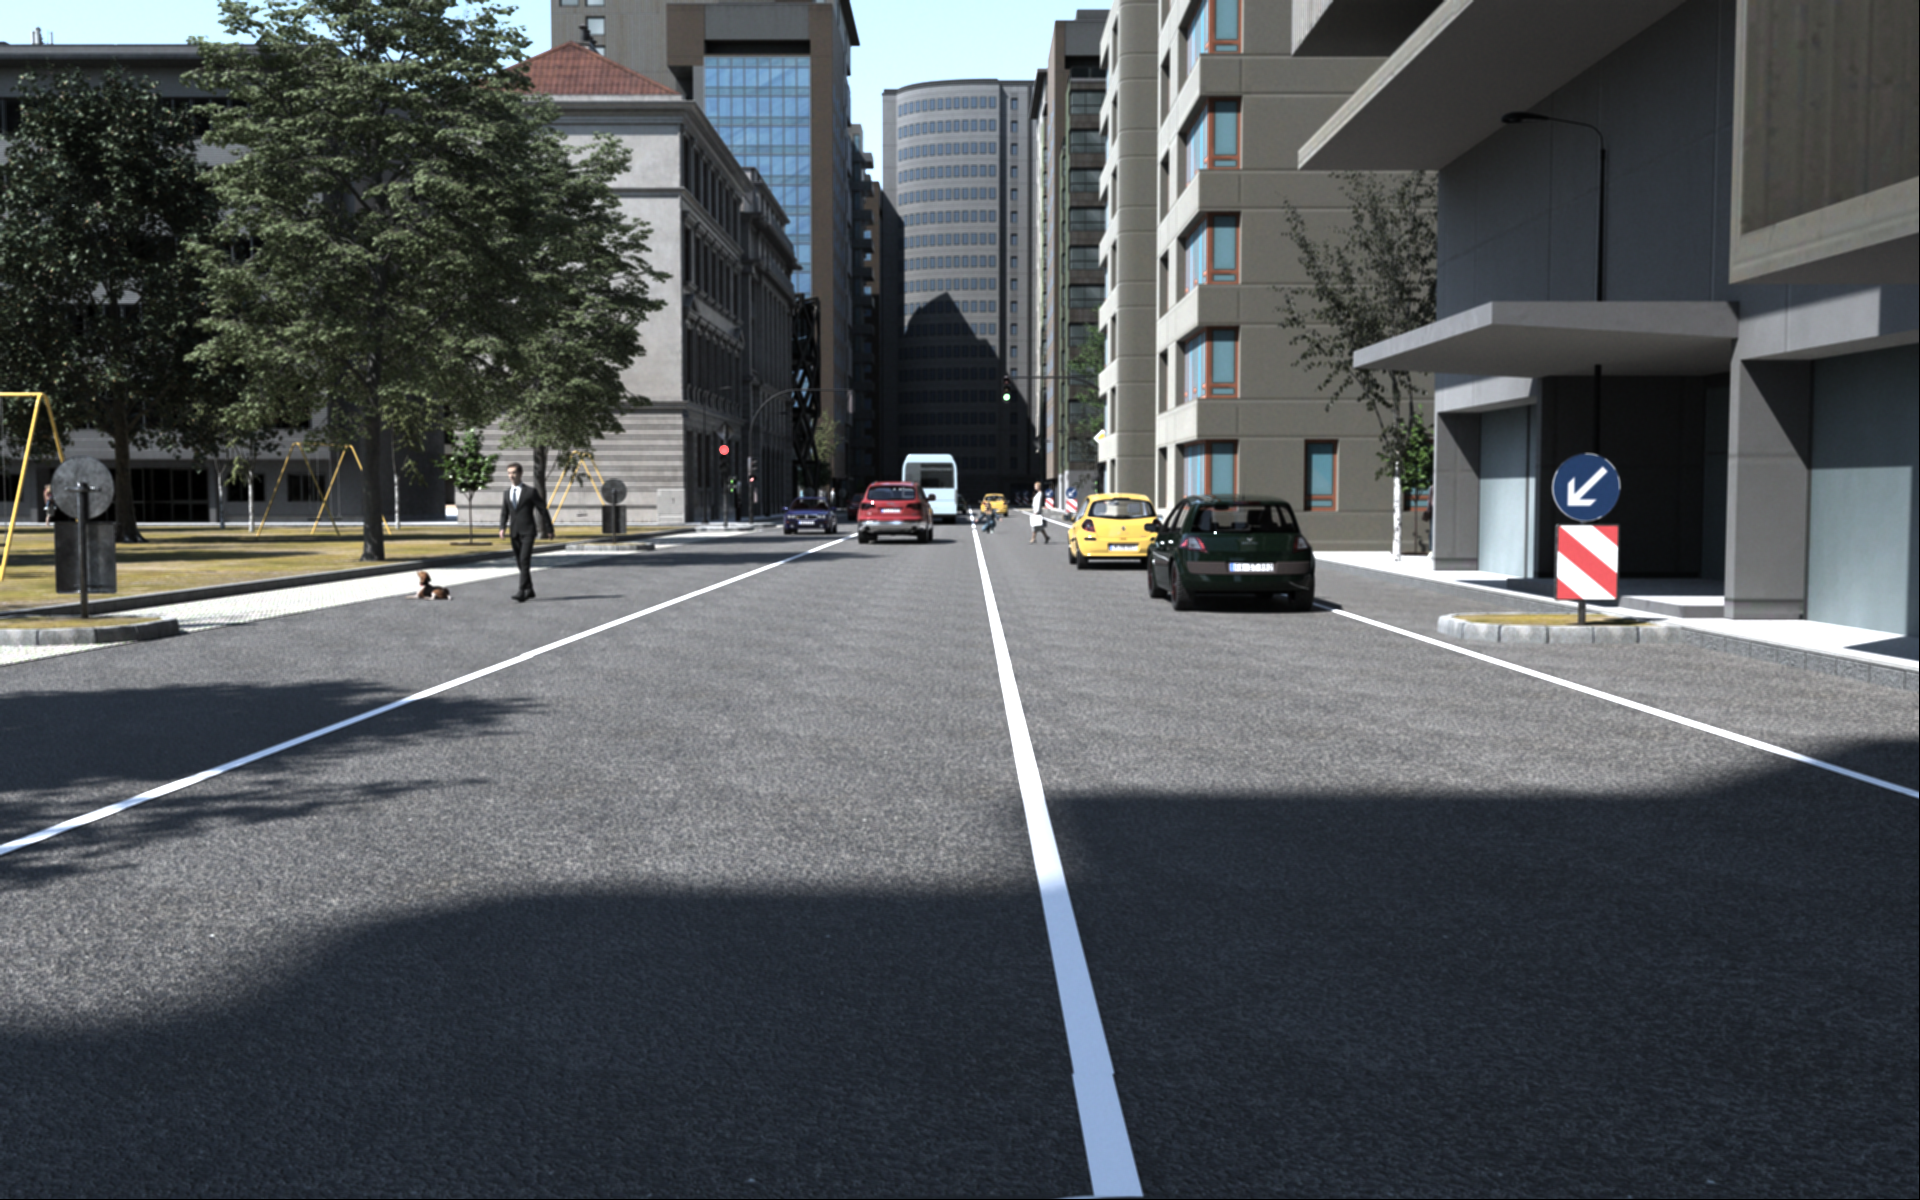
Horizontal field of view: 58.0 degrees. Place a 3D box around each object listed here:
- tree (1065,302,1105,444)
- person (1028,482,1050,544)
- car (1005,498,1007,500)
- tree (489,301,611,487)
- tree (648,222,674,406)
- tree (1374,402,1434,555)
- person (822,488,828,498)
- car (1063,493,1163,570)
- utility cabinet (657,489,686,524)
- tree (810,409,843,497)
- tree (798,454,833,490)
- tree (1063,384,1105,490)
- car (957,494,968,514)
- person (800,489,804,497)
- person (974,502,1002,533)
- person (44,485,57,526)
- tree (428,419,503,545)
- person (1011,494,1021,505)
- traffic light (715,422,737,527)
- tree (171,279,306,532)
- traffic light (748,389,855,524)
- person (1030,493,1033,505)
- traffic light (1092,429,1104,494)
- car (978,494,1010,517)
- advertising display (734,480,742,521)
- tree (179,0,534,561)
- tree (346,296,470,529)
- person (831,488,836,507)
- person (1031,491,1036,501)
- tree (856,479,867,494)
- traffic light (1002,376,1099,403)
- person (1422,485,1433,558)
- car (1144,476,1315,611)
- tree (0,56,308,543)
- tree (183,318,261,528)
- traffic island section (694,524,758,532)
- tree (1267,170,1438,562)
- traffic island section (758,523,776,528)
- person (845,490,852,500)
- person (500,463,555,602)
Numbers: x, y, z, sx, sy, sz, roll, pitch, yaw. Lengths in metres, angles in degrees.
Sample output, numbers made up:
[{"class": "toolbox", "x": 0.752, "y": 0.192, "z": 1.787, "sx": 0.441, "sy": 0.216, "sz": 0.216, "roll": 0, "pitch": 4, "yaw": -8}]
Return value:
[{"class": "tree", "x": 9.421, "y": -10.187, "z": 92.310, "sx": 9.928, "sy": 11.665, "sz": 9.643, "roll": 0, "pitch": 3, "yaw": 0}, {"class": "person", "x": 2.290, "y": -2.512, "z": 49.925, "sx": 0.624, "sy": 1.780, "sz": 0.694, "roll": 1, "pitch": 4, "yaw": 13}, {"class": "car", "x": 3.532, "y": -9.607, "z": 167.303, "sx": 2.015, "sy": 1.641, "sz": 3.980, "roll": 0, "pitch": 4, "yaw": 2}, {"class": "tree", "x": -14.246, "y": -6.665, "z": 59.333, "sx": 4.360, "sy": 8.622, "sz": 3.978, "roll": 0, "pitch": 3, "yaw": 0}, {"class": "tree", "x": -12.116, "y": -8.028, "z": 49.390, "sx": 7.486, "sy": 12.596, "sz": 7.792, "roll": 0, "pitch": 3, "yaw": 0}, {"class": "tree", "x": 9.640, "y": -2.559, "z": 36.442, "sx": 1.663, "sy": 3.219, "sz": 1.824, "roll": 0, "pitch": 3, "yaw": 0}, {"class": "person", "x": -11.693, "y": -8.777, "z": 149.650, "sx": 0.694, "sy": 1.812, "sz": 0.767, "roll": -1, "pitch": 4, "yaw": -23}, {"class": "car", "x": 3.071, "y": -1.473, "z": 34.315, "sx": 2.015, "sy": 1.641, "sz": 3.980, "roll": 0, "pitch": 4, "yaw": 0}, {"class": "utility cabinet", "x": -12.357, "y": -4.000, "z": 74.085, "sx": 1.173, "sy": 1.500, "sz": 0.318, "roll": 0, "pitch": 4, "yaw": -1}, {"class": "tree", "x": -12.053, "y": -12.050, "z": 147.381, "sx": 4.737, "sy": 8.622, "sz": 4.395, "roll": 0, "pitch": 3, "yaw": 0}, {"class": "tree", "x": -11.875, "y": -9.544, "z": 139.760, "sx": 4.285, "sy": 4.588, "sz": 4.351, "roll": 0, "pitch": 3, "yaw": 0}, {"class": "tree", "x": 8.766, "y": -9.827, "z": 111.040, "sx": 4.360, "sy": 8.622, "sz": 3.978, "roll": 0, "pitch": 3, "yaw": 0}, {"class": "car", "x": -0.459, "y": -6.973, "z": 125.805, "sx": 2.131, "sy": 1.459, "sz": 4.920, "roll": 0, "pitch": 4, "yaw": 2}, {"class": "person", "x": -13.556, "y": -8.699, "z": 148.130, "sx": 0.748, "sy": 1.841, "sz": 0.638, "roll": 1, "pitch": 4, "yaw": 9}, {"class": "person", "x": 1.134, "y": -3.034, "z": 63.606, "sx": 1.012, "sy": 1.151, "sz": 0.738, "roll": 2, "pitch": 4, "yaw": 23}, {"class": "person", "x": -36.779, "y": -3.762, "z": 69.986, "sx": 0.580, "sy": 1.828, "sz": 0.573, "roll": 1, "pitch": 4, "yaw": 19}, {"class": "tree", "x": -12.252, "y": -2.996, "z": 43.583, "sx": 1.663, "sy": 3.219, "sz": 1.824, "roll": 0, "pitch": 3, "yaw": 0}, {"class": "person", "x": 6.925, "y": -12.500, "z": 212.817, "sx": 1.348, "sy": 1.831, "sz": 0.705, "roll": 0, "pitch": 4, "yaw": 5}, {"class": "traffic light", "x": -9.058, "y": -4.776, "z": 67.005, "sx": 0.839, "sy": 4.253, "sz": 0.868, "roll": 0, "pitch": 4, "yaw": 0}, {"class": "tree", "x": -24.092, "y": -6.586, "z": 58.041, "sx": 4.737, "sy": 8.622, "sz": 4.395, "roll": 0, "pitch": 3, "yaw": 0}, {"class": "traffic light", "x": -6.935, "y": -6.138, "z": 75.017, "sx": 4.771, "sy": 5.953, "sz": 1.251, "roll": 0, "pitch": 4, "yaw": 0}, {"class": "person", "x": 8.366, "y": -11.712, "z": 200.759, "sx": 0.421, "sy": 1.427, "sz": 0.697, "roll": 0, "pitch": 4, "yaw": 7}, {"class": "traffic light", "x": 6.134, "y": -5.262, "z": 74.947, "sx": 0.839, "sy": 4.253, "sz": 0.868, "roll": 0, "pitch": 4, "yaw": 0}, {"class": "car", "x": 2.183, "y": -6.122, "z": 110.322, "sx": 2.015, "sy": 1.641, "sz": 3.980, "roll": 0, "pitch": 4, "yaw": 0}, {"class": "advertising display", "x": -10.511, "y": -4.698, "z": 82.031, "sx": 0.123, "sy": 1.923, "sz": 0.974, "roll": 0, "pitch": 4, "yaw": 6}, {"class": "tree", "x": -11.006, "y": -7.044, "z": 33.299, "sx": 7.486, "sy": 12.596, "sz": 7.792, "roll": 0, "pitch": 3, "yaw": 0}, {"class": "tree", "x": -20.535, "y": -6.934, "z": 63.740, "sx": 4.737, "sy": 8.622, "sz": 4.395, "roll": 0, "pitch": 3, "yaw": 0}, {"class": "person", "x": -10.740, "y": -8.535, "z": 145.810, "sx": 0.641, "sy": 1.798, "sz": 0.478, "roll": 3, "pitch": 5, "yaw": 41}, {"class": "person", "x": 6.839, "y": -9.308, "z": 161.406, "sx": 0.721, "sy": 1.735, "sz": 1.217, "roll": 1, "pitch": 4, "yaw": 19}, {"class": "tree", "x": -11.397, "y": -12.365, "z": 196.766, "sx": 1.663, "sy": 3.219, "sz": 1.824, "roll": 0, "pitch": 3, "yaw": 0}, {"class": "traffic light", "x": 4.011, "y": -5.637, "z": 66.829, "sx": 4.771, "sy": 5.953, "sz": 1.251, "roll": 0, "pitch": 4, "yaw": 0}, {"class": "person", "x": 9.542, "y": -1.711, "z": 34.614, "sx": 0.593, "sy": 1.750, "sz": 0.643, "roll": 1, "pitch": 4, "yaw": 23}, {"class": "car", "x": 3.469, "y": -0.788, "z": 22.663, "sx": 2.009, "sy": 1.686, "sz": 4.222, "roll": 0, "pitch": 3, "yaw": 0}, {"class": "tree", "x": -22.333, "y": -7.872, "z": 45.709, "sx": 9.611, "sy": 12.733, "sz": 9.660, "roll": 0, "pitch": 3, "yaw": 0}, {"class": "tree", "x": -27.853, "y": -7.009, "z": 64.961, "sx": 4.360, "sy": 8.622, "sz": 3.978, "roll": 0, "pitch": 3, "yaw": 0}, {"class": "traffic island section", "x": -9.098, "y": -2.744, "z": 67.140, "sx": 2.009, "sy": 0.180, "sz": 2.903, "roll": 0, "pitch": 4, "yaw": 0}, {"class": "tree", "x": 8.053, "y": -5.029, "z": 32.589, "sx": 4.360, "sy": 8.622, "sz": 3.978, "roll": 0, "pitch": 3, "yaw": 0}, {"class": "traffic island section", "x": -9.067, "y": -3.232, "z": 75.125, "sx": 2.009, "sy": 0.180, "sz": 2.903, "roll": 0, "pitch": 4, "yaw": 0}, {"class": "person", "x": -12.769, "y": -11.512, "z": 195.091, "sx": 1.217, "sy": 1.723, "sz": 0.721, "roll": 1, "pitch": 4, "yaw": 13}, {"class": "person", "x": -5.882, "y": -0.911, "z": 23.165, "sx": 0.659, "sy": 1.850, "sz": 0.755, "roll": 1, "pitch": 4, "yaw": 18}]
